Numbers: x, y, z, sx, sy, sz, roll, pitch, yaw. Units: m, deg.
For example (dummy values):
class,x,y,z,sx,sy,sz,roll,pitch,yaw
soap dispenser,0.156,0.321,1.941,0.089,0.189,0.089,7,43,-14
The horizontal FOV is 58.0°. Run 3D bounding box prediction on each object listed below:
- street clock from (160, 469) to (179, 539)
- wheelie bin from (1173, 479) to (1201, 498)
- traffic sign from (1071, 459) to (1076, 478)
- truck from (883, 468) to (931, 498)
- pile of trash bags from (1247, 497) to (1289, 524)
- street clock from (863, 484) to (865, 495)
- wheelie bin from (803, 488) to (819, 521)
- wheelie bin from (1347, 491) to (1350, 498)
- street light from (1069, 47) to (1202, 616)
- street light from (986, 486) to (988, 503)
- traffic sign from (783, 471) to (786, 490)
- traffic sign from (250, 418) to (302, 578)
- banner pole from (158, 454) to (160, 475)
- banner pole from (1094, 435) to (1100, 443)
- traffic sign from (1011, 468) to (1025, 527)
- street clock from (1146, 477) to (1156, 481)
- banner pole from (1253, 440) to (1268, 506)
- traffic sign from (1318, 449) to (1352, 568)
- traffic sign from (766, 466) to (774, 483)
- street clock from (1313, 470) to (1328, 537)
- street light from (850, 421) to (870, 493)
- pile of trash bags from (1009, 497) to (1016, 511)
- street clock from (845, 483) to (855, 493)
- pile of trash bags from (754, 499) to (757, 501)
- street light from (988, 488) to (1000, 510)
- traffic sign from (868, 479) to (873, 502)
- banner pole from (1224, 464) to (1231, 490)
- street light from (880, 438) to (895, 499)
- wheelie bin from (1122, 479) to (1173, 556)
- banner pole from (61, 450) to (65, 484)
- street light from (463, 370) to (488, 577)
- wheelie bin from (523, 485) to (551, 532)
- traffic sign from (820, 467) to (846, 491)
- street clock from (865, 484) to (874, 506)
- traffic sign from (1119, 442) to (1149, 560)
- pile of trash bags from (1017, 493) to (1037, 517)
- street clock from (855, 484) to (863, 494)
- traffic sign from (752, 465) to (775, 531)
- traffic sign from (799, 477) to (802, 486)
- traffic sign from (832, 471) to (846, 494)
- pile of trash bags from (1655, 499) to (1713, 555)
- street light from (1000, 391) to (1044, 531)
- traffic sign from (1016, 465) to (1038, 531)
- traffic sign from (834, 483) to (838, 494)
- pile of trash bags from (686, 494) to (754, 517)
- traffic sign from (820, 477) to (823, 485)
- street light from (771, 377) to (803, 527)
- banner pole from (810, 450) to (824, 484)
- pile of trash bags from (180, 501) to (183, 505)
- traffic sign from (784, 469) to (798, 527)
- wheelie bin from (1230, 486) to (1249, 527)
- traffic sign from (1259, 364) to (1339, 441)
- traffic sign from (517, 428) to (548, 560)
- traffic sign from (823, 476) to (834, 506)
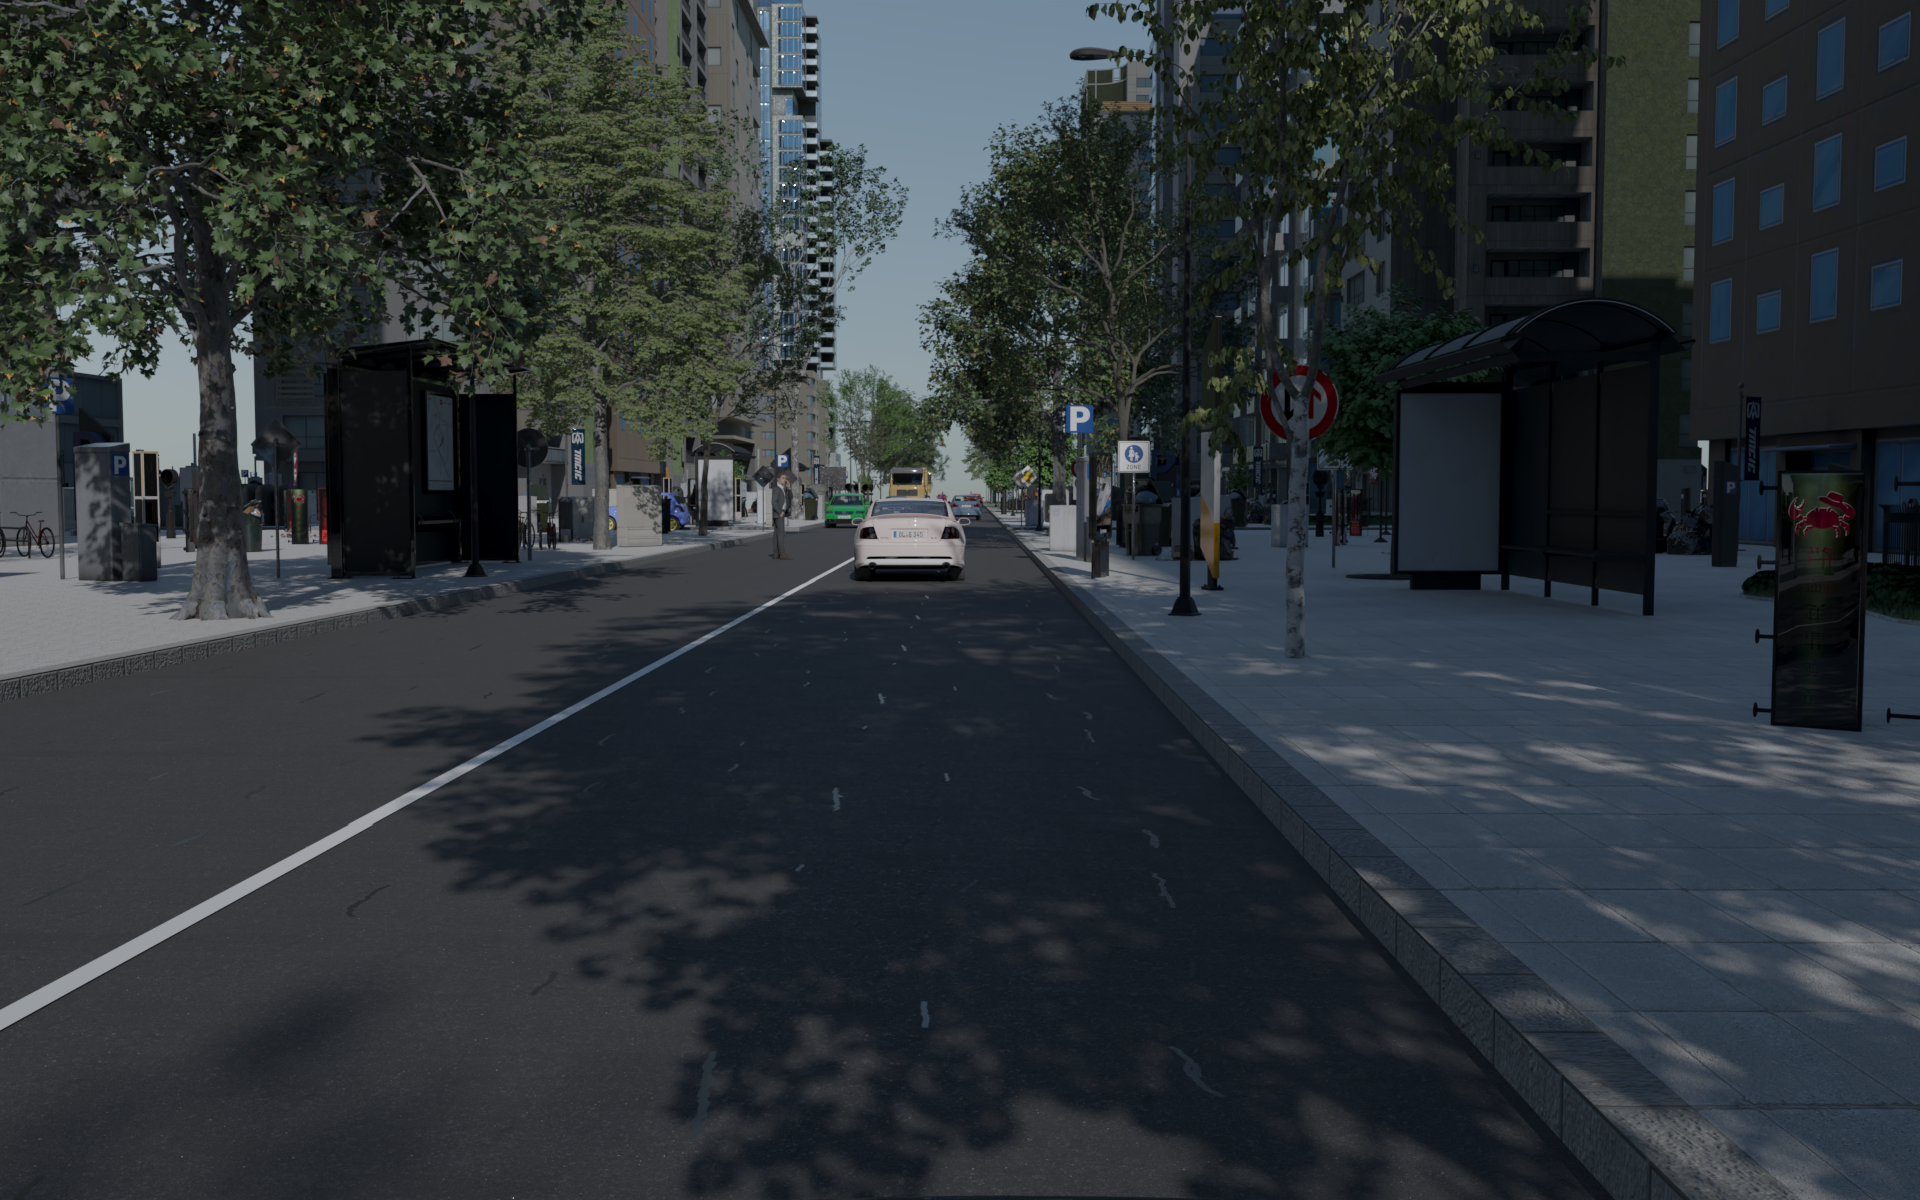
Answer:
class,x,y,z,sx,sy,sz,roll,pitch,yaw
street clock,-22.740,-2.771,49.870,0.471,2.002,0.358,1,4,19
wheelie bin,5.158,-1.802,37.370,0.693,1.594,0.980,-3,5,-42
traffic sign,4.240,-3.688,60.408,0.768,2.556,0.104,0,4,1
truck,-3.653,-8.117,128.640,3.469,3.379,9.791,0,4,2
pile of trash bags,13.683,-3.944,74.236,1.912,1.369,3.447,-1,4,-21
street clock,-6.947,-7.467,126.658,0.471,2.002,0.358,-1,4,-17
wheelie bin,-7.252,-4.660,84.102,0.693,1.594,0.980,1,4,8
wheelie bin,24.451,-6.093,107.535,0.693,1.594,0.980,3,5,40
street light,1.839,-2.791,18.171,1.470,5.913,1.316,0,4,0
street light,2.847,-10.418,142.880,1.470,5.913,1.316,0,4,0
traffic sign,-9.834,-5.943,97.282,0.768,2.556,0.104,0,4,5
traffic sign,-10.429,-1.545,26.439,0.795,2.450,0.064,0,4,2
banner pole,-50.702,-7.286,109.146,0.401,3.779,0.863,3,5,43
banner pole,5.854,-5.050,72.579,0.863,3.779,0.401,1,4,18
traffic sign,2.416,-3.944,68.120,0.795,2.450,0.064,0,4,0
street clock,8.117,-4.233,73.785,0.471,2.002,0.358,2,4,23
banner pole,13.928,-5.505,80.027,0.863,3.779,0.401,1,4,23
traffic sign,6.496,-1.708,30.055,0.606,2.300,0.079,0,4,6
traffic sign,-8.740,-4.824,78.978,0.768,2.556,0.104,0,4,2
street clock,10.789,-2.894,51.888,0.358,2.002,0.471,-1,4,-23
street light,-6.366,-8.376,109.489,1.470,5.913,1.316,0,4,0
pile of trash bags,4.946,-7.625,134.416,1.912,1.369,3.447,-1,4,-10
street clock,-7.345,-6.708,114.246,0.471,2.002,0.358,-1,4,-19
pile of trash bags,-13.132,-6.892,122.438,1.912,1.369,3.447,3,4,39
street light,2.548,-7.848,100.853,1.470,5.913,1.316,0,4,0
traffic sign,-7.084,-8.180,133.852,0.768,2.556,0.104,1,4,9
banner pole,22.052,-9.324,142.466,0.401,3.779,0.863,-3,4,-38
street light,-6.080,-10.522,144.581,1.470,5.913,1.316,0,4,0
wheelie bin,3.807,-1.724,36.090,0.693,1.594,0.980,-2,4,-31
banner pole,-50.859,-6.610,98.094,0.401,3.779,0.863,0,4,1
street light,-6.977,-3.312,26.684,1.470,5.913,1.316,0,4,0
wheelie bin,-14.190,-3.060,57.938,0.980,1.594,0.693,-3,5,-39
traffic sign,-9.551,-8.226,128.368,2.265,3.308,0.079,0,4,1
street clock,-6.425,-7.390,125.389,0.358,2.002,0.471,1,4,18
traffic sign,3.367,-1.924,33.585,0.606,2.300,0.079,0,4,7
pile of trash bags,4.406,-5.210,94.930,1.912,1.369,3.447,0,4,-4
street clock,-7.486,-7.394,125.454,0.471,2.002,0.358,-1,4,-16
traffic sign,-6.838,-3.461,60.225,0.795,2.450,0.064,0,4,0
traffic sign,-11.419,-7.398,121.055,0.768,2.556,0.104,1,4,10
traffic sign,-6.741,-5.886,96.343,0.768,2.556,0.104,0,4,7
pile of trash bags,15.160,-1.730,38.042,1.912,1.369,3.447,-2,4,-31
street light,2.201,-5.325,59.611,1.470,5.913,1.316,0,4,0
traffic sign,2.356,-3.455,60.135,0.795,2.450,0.064,0,4,0
traffic sign,-9.015,-7.642,125.054,0.768,2.556,0.104,1,4,8
pile of trash bags,-13.488,-5.233,95.315,3.447,1.369,1.912,-3,4,-37
traffic sign,-10.433,-7.805,127.719,0.768,2.556,0.104,1,4,8
street light,-6.710,-5.840,68.027,1.470,5.913,1.316,0,4,0
banner pole,-8.312,-6.660,98.905,0.863,3.779,0.401,-3,5,-44
pile of trash bags,-63.681,-8.095,142.098,3.447,1.369,1.912,2,4,28
traffic sign,-6.778,-3.949,68.209,0.795,2.450,0.064,0,4,0
wheelie bin,10.876,-3.645,67.496,0.693,1.594,0.980,1,4,18
traffic sign,3.325,-1.037,17.065,0.768,2.556,0.104,0,4,5
traffic sign,-8.325,-2.039,33.437,0.768,2.556,0.104,0,4,4
traffic sign,-7.470,-5.885,98.355,0.606,2.300,0.079,0,4,2
